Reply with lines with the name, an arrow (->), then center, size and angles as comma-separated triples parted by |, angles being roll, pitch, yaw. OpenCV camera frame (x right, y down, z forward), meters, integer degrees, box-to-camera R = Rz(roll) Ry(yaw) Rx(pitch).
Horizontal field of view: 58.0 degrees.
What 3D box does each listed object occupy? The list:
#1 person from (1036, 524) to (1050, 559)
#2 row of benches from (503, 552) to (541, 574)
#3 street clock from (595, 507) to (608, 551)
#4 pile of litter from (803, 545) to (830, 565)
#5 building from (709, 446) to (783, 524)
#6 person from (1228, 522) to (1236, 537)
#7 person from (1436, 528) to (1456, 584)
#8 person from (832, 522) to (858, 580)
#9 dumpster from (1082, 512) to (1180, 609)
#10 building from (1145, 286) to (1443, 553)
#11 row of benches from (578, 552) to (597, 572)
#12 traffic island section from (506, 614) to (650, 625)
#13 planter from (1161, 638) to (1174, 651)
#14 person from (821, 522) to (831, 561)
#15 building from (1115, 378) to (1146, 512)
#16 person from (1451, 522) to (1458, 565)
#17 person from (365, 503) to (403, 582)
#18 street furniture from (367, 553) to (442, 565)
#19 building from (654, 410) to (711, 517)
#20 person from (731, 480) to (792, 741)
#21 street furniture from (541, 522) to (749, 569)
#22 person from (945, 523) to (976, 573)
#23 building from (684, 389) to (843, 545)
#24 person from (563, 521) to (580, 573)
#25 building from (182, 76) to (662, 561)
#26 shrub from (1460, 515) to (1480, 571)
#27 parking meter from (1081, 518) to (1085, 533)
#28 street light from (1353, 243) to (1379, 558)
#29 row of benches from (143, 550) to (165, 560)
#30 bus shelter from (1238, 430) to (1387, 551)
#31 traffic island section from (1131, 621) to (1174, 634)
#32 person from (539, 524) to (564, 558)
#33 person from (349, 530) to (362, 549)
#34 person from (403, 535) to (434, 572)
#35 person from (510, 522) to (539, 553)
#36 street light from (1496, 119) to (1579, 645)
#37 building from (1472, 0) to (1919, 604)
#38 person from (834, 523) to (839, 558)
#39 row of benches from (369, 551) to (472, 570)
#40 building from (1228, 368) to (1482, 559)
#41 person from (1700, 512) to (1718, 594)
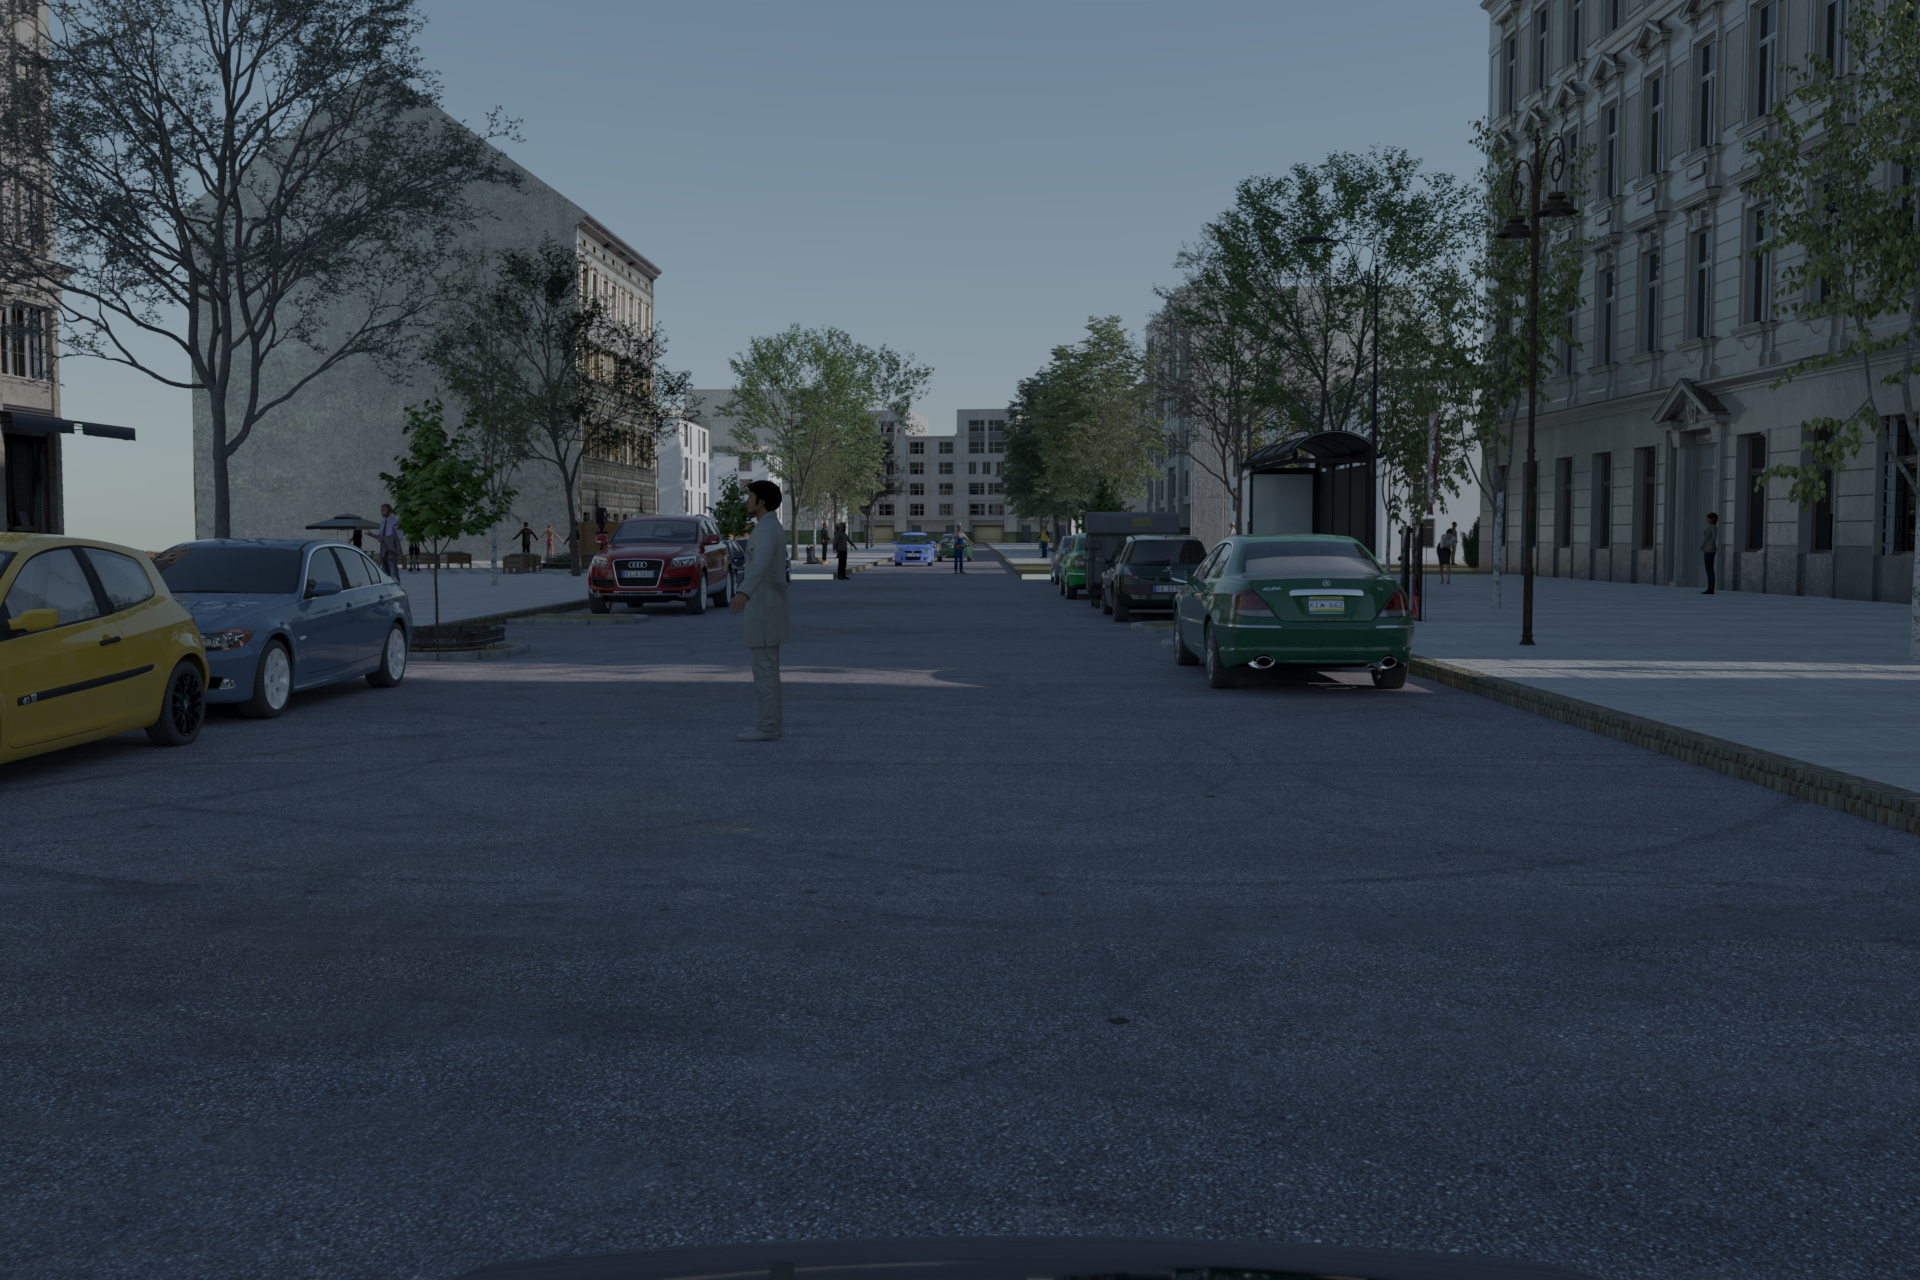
person -> 4.405, -5.203, 91.036 | 0.705, 1.833, 1.349 | -2, 4, -26
row of benches -> -14.614, -2.589, 57.786 | 1.422, 0.672, 4.104 | 0, 4, -5
street clock -> -9.709, -2.592, 46.953 | 0.358, 2.002, 0.471 | 0, 4, 1
pile of litter -> -6.105, -3.650, 73.647 | 1.176, 0.858, 1.719 | 0, 4, 0
building -> -22.838, -14.502, 179.257 | 9.099, 9.664, 28.070 | 0, 3, 0
person -> 12.376, -4.473, 78.991 | 0.705, 1.847, 1.347 | 2, 4, 24
person -> 12.516, -2.164, 44.608 | 0.628, 1.438, 0.799 | -2, 4, -27
person -> -3.668, -2.807, 54.477 | 0.705, 1.813, 1.348 | 2, 4, 29
dumpster -> 3.330, -1.559, 33.710 | 1.865, 1.857, 1.264 | 0, 4, 1
building -> 24.084, -16.254, 132.206 | 16.747, 18.905, 31.486 | 0, 4, 0
row of benches -> -11.096, -2.668, 59.081 | 4.104, 0.672, 1.422 | -1, 4, -22
traffic island section -> -6.147, -0.328, 28.228 | 1.991, 0.108, 1.994 | 0, 4, 1
planter -> 3.547, -0.034, 21.695 | 1.991, 0.319, 1.994 | 0, 4, 1
person -> -6.039, -4.369, 77.656 | 0.704, 1.802, 1.346 | 1, 4, 10
building -> 27.346, -22.895, 205.254 | 19.493, 23.208, 18.063 | 0, 4, 1
person -> 20.315, -3.967, 71.129 | 0.705, 1.796, 1.348 | 1, 4, 18
person -> -10.533, -1.573, 31.632 | 0.709, 1.838, 0.599 | 3, 4, 36
street furniture -> -26.648, -3.552, 73.705 | 10.072, 0.657, 5.734 | 1, 4, 15
building -> -23.170, -11.455, 129.436 | 9.099, 9.664, 28.070 | 0, 4, 0
person -> -1.392, -0.213, 12.119 | 0.705, 1.806, 1.347 | 0, 4, 1
street furniture -> -11.554, -3.665, 66.777 | 11.010, 1.723, 9.812 | 1, 4, 20
person -> -0.024, -3.358, 63.224 | 1.347, 1.847, 0.705 | -2, 4, -35
building -> -25.044, -22.059, 227.126 | 16.747, 18.905, 31.486 | 0, 4, 1
person -> -12.704, -3.053, 56.637 | 0.721, 1.740, 1.216 | -2, 4, -32
building -> -27.058, -15.902, 90.928 | 19.493, 23.208, 18.063 | 0, 4, 1
shrub -> 18.257, -3.439, 60.277 | 1.661, 2.075, 1.752 | 0, 3, 0
parking meter -> 4.158, -3.102, 56.422 | 0.399, 1.863, 0.255 | 0, 4, 1
street light -> 7.019, -3.334, 27.054 | 1.470, 5.913, 1.316 | 0, 4, 1
row of benches -> -31.649, -3.176, 67.398 | 4.104, 0.672, 1.422 | 2, 4, 26
bus shelter -> 7.286, -2.599, 36.422 | 2.014, 3.302, 5.546 | 0, 4, 0
traffic island section -> 3.576, -0.183, 25.853 | 1.991, 0.108, 1.994 | 0, 3, 0
person -> -18.060, -4.259, 76.443 | 1.217, 1.733, 0.721 | 1, 4, 17
person -> -22.138, -3.523, 63.537 | 0.705, 1.837, 1.347 | 0, 4, -3
person -> -18.727, -3.258, 59.408 | 1.345, 1.843, 0.704 | -1, 4, -13
person -> -18.507, -4.136, 73.802 | 0.705, 1.806, 1.347 | 3, 5, 45
street light -> 6.571, -2.880, 19.884 | 0.468, 5.910, 1.993 | 0, 4, 1
building -> 25.228, -15.882, 36.086 | 17.030, 29.872, 44.131 | 0, 4, 0
person -> -6.496, -5.244, 91.512 | 0.705, 1.856, 1.354 | 0, 4, -3
row of benches -> -19.647, -2.934, 63.435 | 1.422, 0.672, 4.104 | 3, 4, 39
building -> 22.270, -9.760, 101.729 | 9.099, 9.664, 28.070 | 0, 4, 1
person -> 15.930, -1.847, 36.956 | 0.721, 1.744, 1.215 | 1, 4, 16
